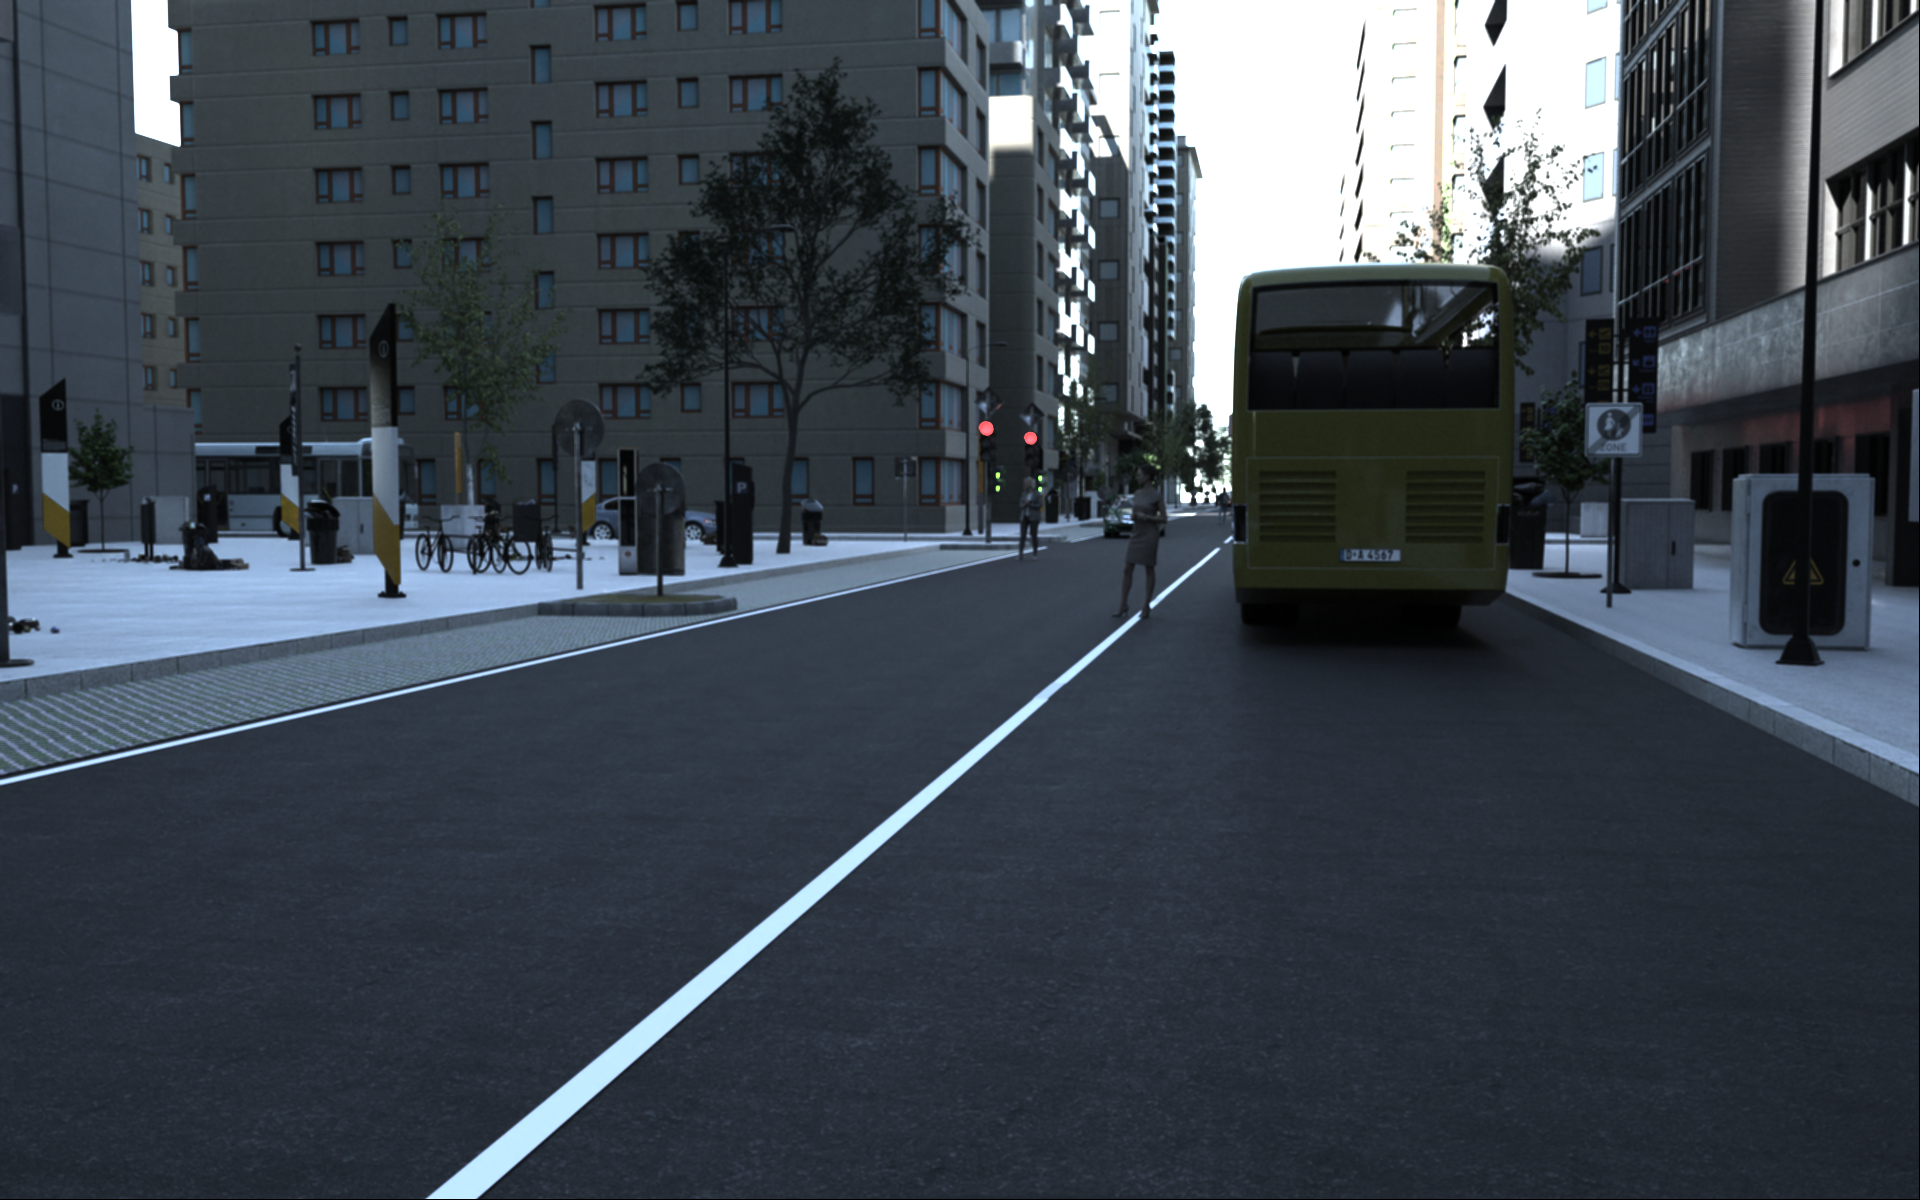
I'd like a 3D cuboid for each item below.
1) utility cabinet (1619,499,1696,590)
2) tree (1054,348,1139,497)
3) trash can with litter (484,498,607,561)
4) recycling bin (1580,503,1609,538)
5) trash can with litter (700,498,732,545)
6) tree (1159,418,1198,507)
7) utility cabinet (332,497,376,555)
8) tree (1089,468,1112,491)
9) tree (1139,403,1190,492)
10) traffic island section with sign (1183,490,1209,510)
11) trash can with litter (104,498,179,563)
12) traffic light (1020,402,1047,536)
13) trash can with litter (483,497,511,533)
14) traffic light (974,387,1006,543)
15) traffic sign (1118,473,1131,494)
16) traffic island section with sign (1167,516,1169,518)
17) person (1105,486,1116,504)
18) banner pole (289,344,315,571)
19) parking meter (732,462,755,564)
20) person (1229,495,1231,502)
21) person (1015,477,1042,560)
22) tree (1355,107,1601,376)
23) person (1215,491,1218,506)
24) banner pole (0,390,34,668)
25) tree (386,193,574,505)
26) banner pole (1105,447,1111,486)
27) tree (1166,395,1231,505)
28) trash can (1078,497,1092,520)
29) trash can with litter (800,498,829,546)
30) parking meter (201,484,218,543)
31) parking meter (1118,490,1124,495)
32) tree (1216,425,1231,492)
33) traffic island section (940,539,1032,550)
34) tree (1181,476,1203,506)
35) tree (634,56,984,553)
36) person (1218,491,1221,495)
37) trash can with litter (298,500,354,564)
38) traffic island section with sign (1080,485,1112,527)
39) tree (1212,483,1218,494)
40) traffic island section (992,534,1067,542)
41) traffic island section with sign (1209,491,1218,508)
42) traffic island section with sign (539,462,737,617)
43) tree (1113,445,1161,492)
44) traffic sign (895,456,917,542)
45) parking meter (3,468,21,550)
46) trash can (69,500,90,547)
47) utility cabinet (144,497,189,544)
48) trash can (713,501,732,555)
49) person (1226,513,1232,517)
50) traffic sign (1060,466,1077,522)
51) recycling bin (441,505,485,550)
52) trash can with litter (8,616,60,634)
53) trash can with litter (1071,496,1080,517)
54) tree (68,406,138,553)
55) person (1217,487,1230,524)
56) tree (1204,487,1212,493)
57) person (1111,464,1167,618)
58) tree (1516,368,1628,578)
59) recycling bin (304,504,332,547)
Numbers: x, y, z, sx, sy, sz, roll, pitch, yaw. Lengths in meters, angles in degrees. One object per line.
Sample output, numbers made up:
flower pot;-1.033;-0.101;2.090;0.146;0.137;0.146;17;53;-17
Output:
utility cabinet;9.400;-0.750;23.428;1.020;1.237;0.306;-1;4;-11
tree;6.212;-8.420;88.023;4.737;8.622;4.395;0;3;0
trash can with litter;-8.042;-1.386;33.718;2.233;1.210;1.678;0;4;-6
recycling bin;18.652;-2.344;50.874;0.722;1.027;0.722;2;4;26
trash can with litter;-6.095;-1.979;43.745;1.055;1.170;0.624;2;4;28
tree;21.256;-13.265;167.248;4.360;8.622;3.978;0;3;0
utility cabinet;-12.812;-1.569;36.814;1.020;1.237;0.306;1;4;13
tree;10.187;-8.044;126.120;1.663;3.219;1.824;0;3;0
tree;16.288;-11.583;139.739;4.737;8.622;4.395;0;3;0
traffic island section with sign;20.486;-8.727;151.315;1.989;1.847;2.006;1;4;11
trash can with litter;-15.405;-1.329;32.783;1.678;1.210;2.233;-2;4;-35
traffic light;2.223;-3.923;53.061;0.839;4.253;0.868;1;4;11
trash can with litter;-15.231;-2.794;57.077;1.055;1.170;0.624;2;4;32
traffic light;0.759;-3.443;45.211;0.839;4.253;0.868;1;4;11
traffic sign;10.058;-6.481;106.070;0.768;2.556;0.104;1;4;19
traffic island section with sign;11.274;-5.704;101.893;1.989;1.847;2.006;1;4;11
person;6.898;-4.346;79.808;0.600;1.795;0.529;0;4;8
banner pole;-11.156;-2.393;29.143;0.401;3.779;0.863;-2;4;-33
parking meter;-3.953;-1.584;31.615;0.399;1.863;0.255;0;4;0
person;19.334;-6.946;121.837;0.659;1.850;0.755;3;4;38
person;1.524;-1.774;37.681;0.537;1.800;0.526;2;4;35
tree;10.030;-5.059;33.085;4.737;8.622;4.395;0;3;0
person;27.204;-10.637;183.143;0.721;1.736;1.217;2;4;29
banner pole;-7.356;-1.403;12.964;0.863;3.779;0.401;2;4;30
tree;-12.083;-5.692;43.420;4.737;8.622;4.395;0;3;0
banner pole;7.976;-6.318;93.314;0.401;3.779;0.863;-1;4;-16
tree;27.154;-17.396;201.424;9.611;12.733;9.660;0;3;0
trash can;6.212;-4.570;86.369;0.748;1.137;0.748;0;3;0
trash can with litter;-3.566;-1.947;43.218;0.624;1.170;1.055;-2;4;-28
parking meter;-19.649;-2.259;45.338;0.372;1.533;0.369;0;3;0
parking meter;10.279;-6.248;110.559;0.372;1.533;0.369;0;3;0
tree;42.926;-22.392;284.227;7.486;12.596;7.792;0;3;0
traffic island section;0.721;-1.411;45.353;2.009;0.180;2.903;1;4;11
tree;28.357;-13.277;211.687;1.663;3.219;1.824;0;3;0
tree;-3.516;-6.273;36.970;7.601;10.594;8.767;2;4;24
person;32.147;-12.576;214.208;1.348;1.812;0.705;-3;5;-40
trash can with litter;-11.677;-1.259;31.974;0.624;1.170;1.055;1;4;9
traffic island section with sign;6.301;-4.075;75.248;1.989;1.847;2.006;1;4;11
tree;38.798;-16.512;264.564;1.663;3.219;1.824;0;3;0
traffic island section;2.185;-1.891;53.203;2.009;0.180;2.903;1;4;11
traffic island section with sign;25.432;-10.348;177.814;1.989;1.847;2.006;1;4;11
traffic island section with sign;-3.811;-0.761;21.071;1.989;1.847;2.006;1;4;11
tree;11.875;-8.103;116.195;4.285;4.588;4.351;0;3;0
traffic sign;-1.462;-2.716;46.530;0.606;2.300;0.079;1;4;15
parking meter;-21.661;-2.068;39.524;0.255;1.863;0.399;0;4;4
trash can;-21.627;-1.873;42.279;0.748;1.137;0.748;0;3;0
utility cabinet;-20.228;-2.020;44.185;1.020;1.237;0.306;0;4;-3
trash can;-4.882;-1.544;36.898;0.748;1.137;0.748;0;3;0
person;12.637;-3.951;78.595;0.738;1.151;1.012;-1;4;-18
traffic sign;4.946;-4.830;79.083;0.768;2.556;0.104;1;4;18
recycling bin;-11.485;-1.681;40.031;0.722;1.027;0.722;2;4;25
trash can with litter;-9.139;-0.288;15.763;1.678;1.210;2.233;0;4;-6
trash can with litter;6.443;-5.100;94.773;0.624;1.170;1.055;1;4;10
tree;-19.030;-2.659;38.081;1.663;3.219;1.824;0;3;0
person;12.775;-4.599;84.036;0.623;1.781;0.721;0;4;4
tree;31.627;-14.266;227.847;1.663;3.219;1.824;0;3;0
person;2.085;-0.687;20.075;0.599;1.781;0.374;3;5;44
tree;9.532;-1.963;26.704;1.663;3.219;1.824;0;3;0
recycling bin;-15.549;-1.827;42.430;0.722;1.027;0.722;2;4;35
